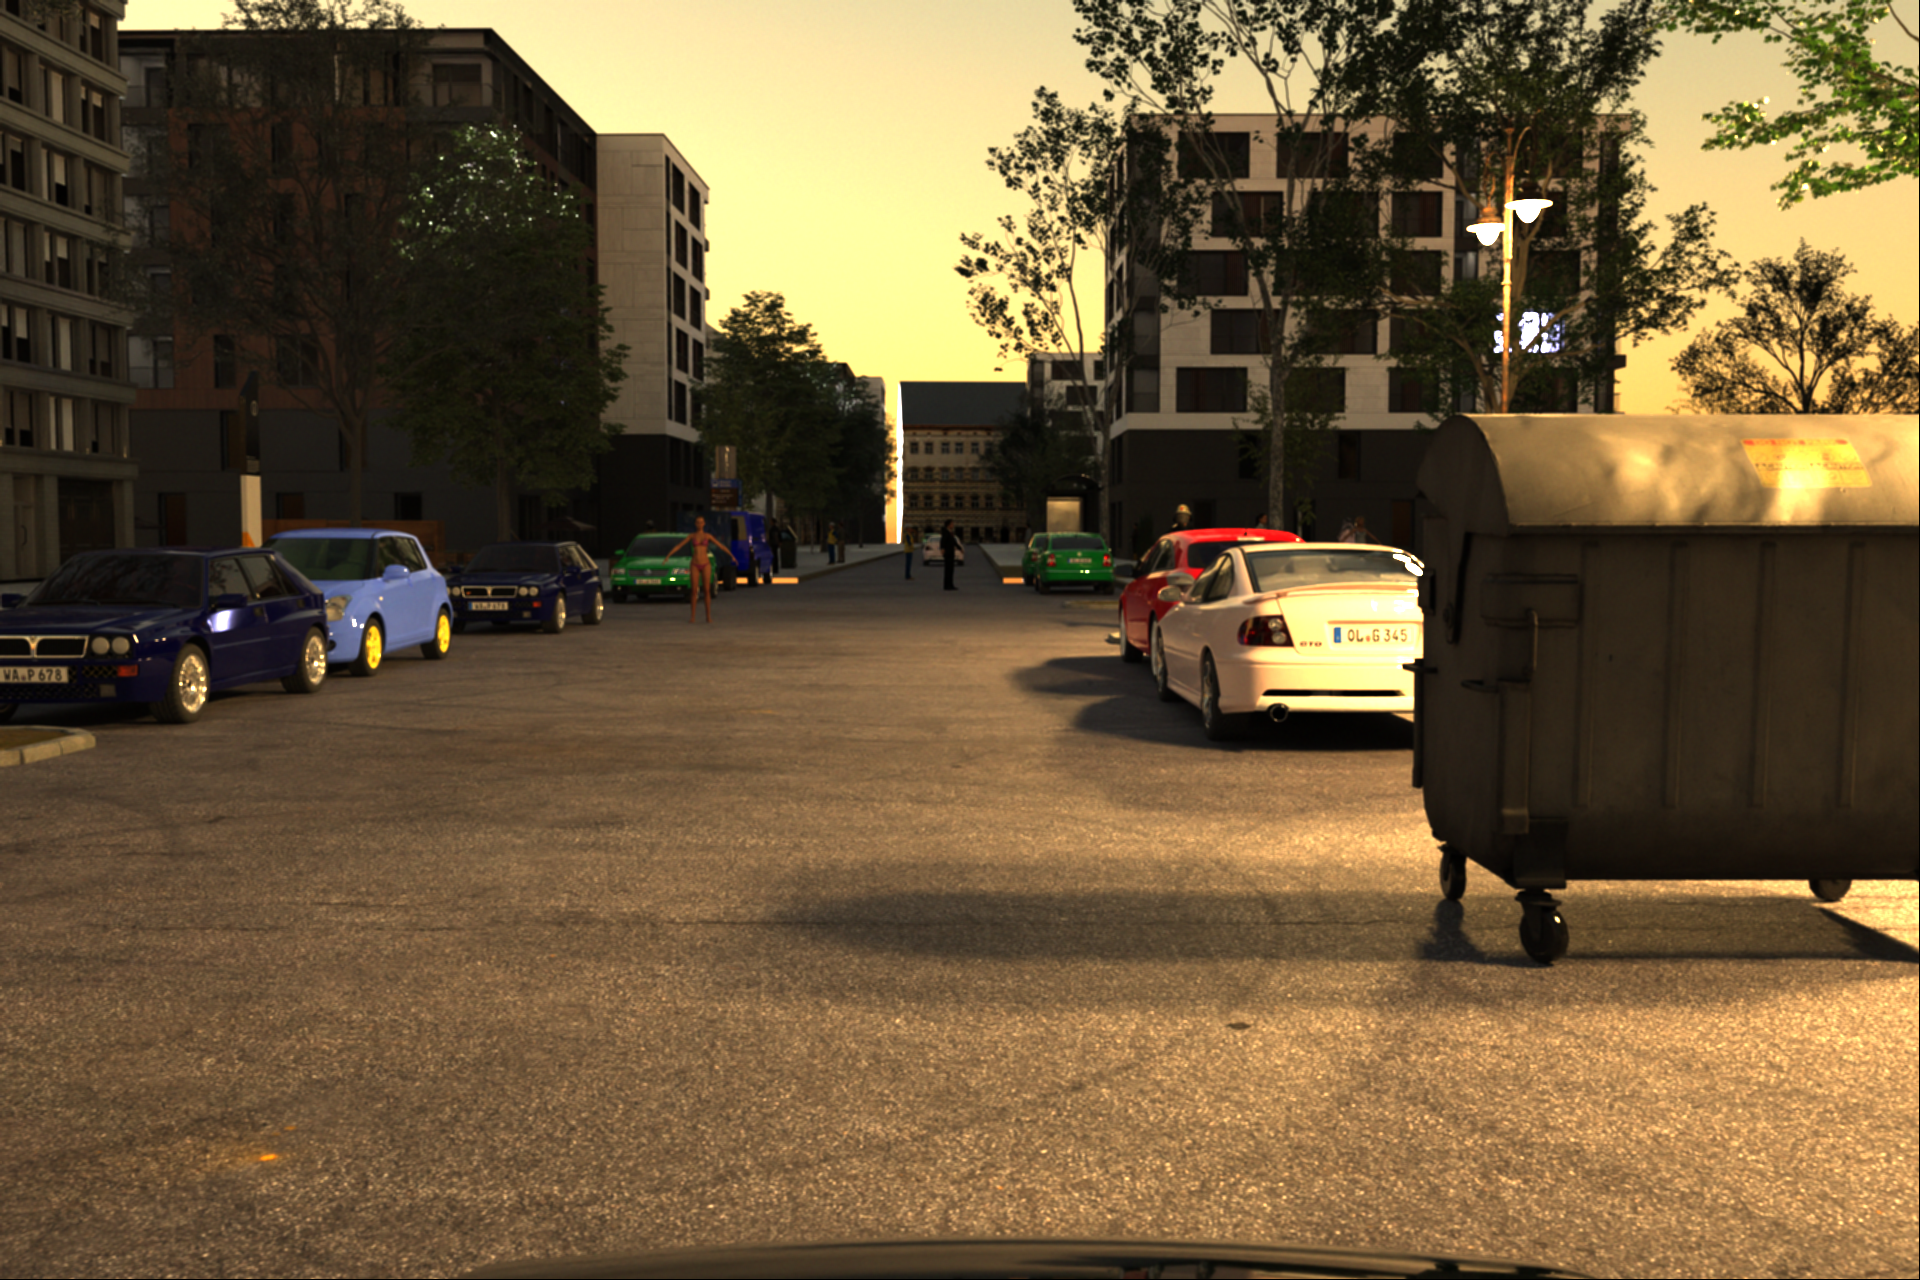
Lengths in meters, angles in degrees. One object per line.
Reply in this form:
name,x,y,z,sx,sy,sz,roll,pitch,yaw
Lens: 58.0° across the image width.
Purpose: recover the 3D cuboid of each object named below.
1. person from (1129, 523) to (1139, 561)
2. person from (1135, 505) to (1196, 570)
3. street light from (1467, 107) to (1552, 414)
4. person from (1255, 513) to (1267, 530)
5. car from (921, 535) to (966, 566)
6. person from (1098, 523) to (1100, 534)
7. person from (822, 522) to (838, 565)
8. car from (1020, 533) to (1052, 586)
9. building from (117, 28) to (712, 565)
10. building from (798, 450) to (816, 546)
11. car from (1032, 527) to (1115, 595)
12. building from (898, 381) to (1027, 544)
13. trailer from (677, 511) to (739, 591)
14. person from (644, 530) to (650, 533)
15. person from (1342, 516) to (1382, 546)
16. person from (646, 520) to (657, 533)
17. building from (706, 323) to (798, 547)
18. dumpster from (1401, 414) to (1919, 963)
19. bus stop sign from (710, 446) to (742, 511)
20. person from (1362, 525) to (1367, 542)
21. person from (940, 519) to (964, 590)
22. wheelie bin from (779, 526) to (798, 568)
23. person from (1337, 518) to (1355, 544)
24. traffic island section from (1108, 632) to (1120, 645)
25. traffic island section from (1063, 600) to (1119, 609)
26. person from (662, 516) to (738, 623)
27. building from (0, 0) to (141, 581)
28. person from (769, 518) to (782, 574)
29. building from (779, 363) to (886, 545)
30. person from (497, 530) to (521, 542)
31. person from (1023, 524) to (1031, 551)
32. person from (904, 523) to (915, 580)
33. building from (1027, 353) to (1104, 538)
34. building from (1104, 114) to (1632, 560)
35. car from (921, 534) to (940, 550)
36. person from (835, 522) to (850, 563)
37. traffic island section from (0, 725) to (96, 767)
person,8.348,-4.682,82.680,0.704,1.812,1.346,1,4,22
person,3.231,-1.039,25.221,1.354,1.856,0.705,1,4,16
street light,6.094,-2.849,19.377,0.468,5.910,1.993,0,3,0
person,6.670,-1.894,37.794,0.721,1.735,1.217,3,4,39
car,-0.760,-4.102,79.422,2.083,1.381,4.827,0,4,-1
person,6.356,-4.374,77.444,0.705,1.837,1.347,1,4,19
person,-5.425,-4.020,72.193,0.721,1.772,1.216,-2,4,-33
car,2.695,-2.478,49.317,1.959,1.807,4.718,0,4,0
building,-29.073,-14.856,86.873,27.936,21.610,32.646,0,4,1
building,-26.466,-22.370,196.675,19.493,23.208,18.063,0,3,0
car,2.757,-2.046,42.255,1.959,1.807,4.718,0,3,0
building,0.400,-25.340,247.690,18.063,23.208,19.493,0,4,-4
trailer,-6.438,-2.204,43.082,1.471,1.999,3.904,0,4,0
person,-11.515,-3.359,64.188,0.599,1.433,0.991,-2,4,-24
person,10.578,-2.389,45.671,1.214,1.753,0.721,-1,4,-13
person,-12.910,-4.056,72.082,0.705,1.858,1.354,-3,5,-44
building,-26.641,-21.022,174.631,19.493,23.208,18.063,0,4,1
dumpster,2.644,0.120,6.252,1.865,1.857,1.264,0,4,0
bus stop sign,-6.999,-3.845,51.880,0.837,3.901,0.837,0,4,1
person,17.123,-4.141,73.832,0.704,1.817,1.347,0,4,4
person,-0.250,-2.182,44.326,0.705,1.806,1.347,2,4,23
wheelie bin,-6.428,-3.474,64.710,0.693,1.594,0.980,0,4,2
person,10.991,-2.599,49.210,0.621,1.740,0.551,3,4,36
traffic island section,2.992,-0.010,23.022,1.991,0.108,1.994,0,3,0
traffic island section,3.037,-0.687,34.097,1.991,0.108,1.994,0,3,0
person,-4.212,-1.152,28.094,1.217,1.733,0.721,-1,4,-9
building,-28.352,-11.976,42.486,8.464,21.280,15.925,0,4,1
person,-6.080,-3.062,56.294,0.704,1.802,1.346,1,4,22
building,-24.076,-23.158,222.613,27.936,21.610,32.646,0,4,0
person,-18.253,-3.923,69.996,0.705,1.847,1.347,2,4,28
person,3.403,-4.962,87.311,0.705,1.806,1.347,0,4,-7
person,-1.535,-2.782,54.400,0.721,1.772,1.216,0,4,-6
building,22.022,-22.460,211.191,27.936,21.610,32.646,0,4,1
building,22.132,-15.714,100.893,27.936,21.610,32.646,0,3,0
car,-2.487,-8.946,155.059,1.959,1.807,4.718,0,3,0
person,-5.317,-4.331,77.084,0.705,1.796,1.348,3,4,38
traffic island section,-6.823,0.713,11.206,1.991,0.108,1.994,0,4,1
